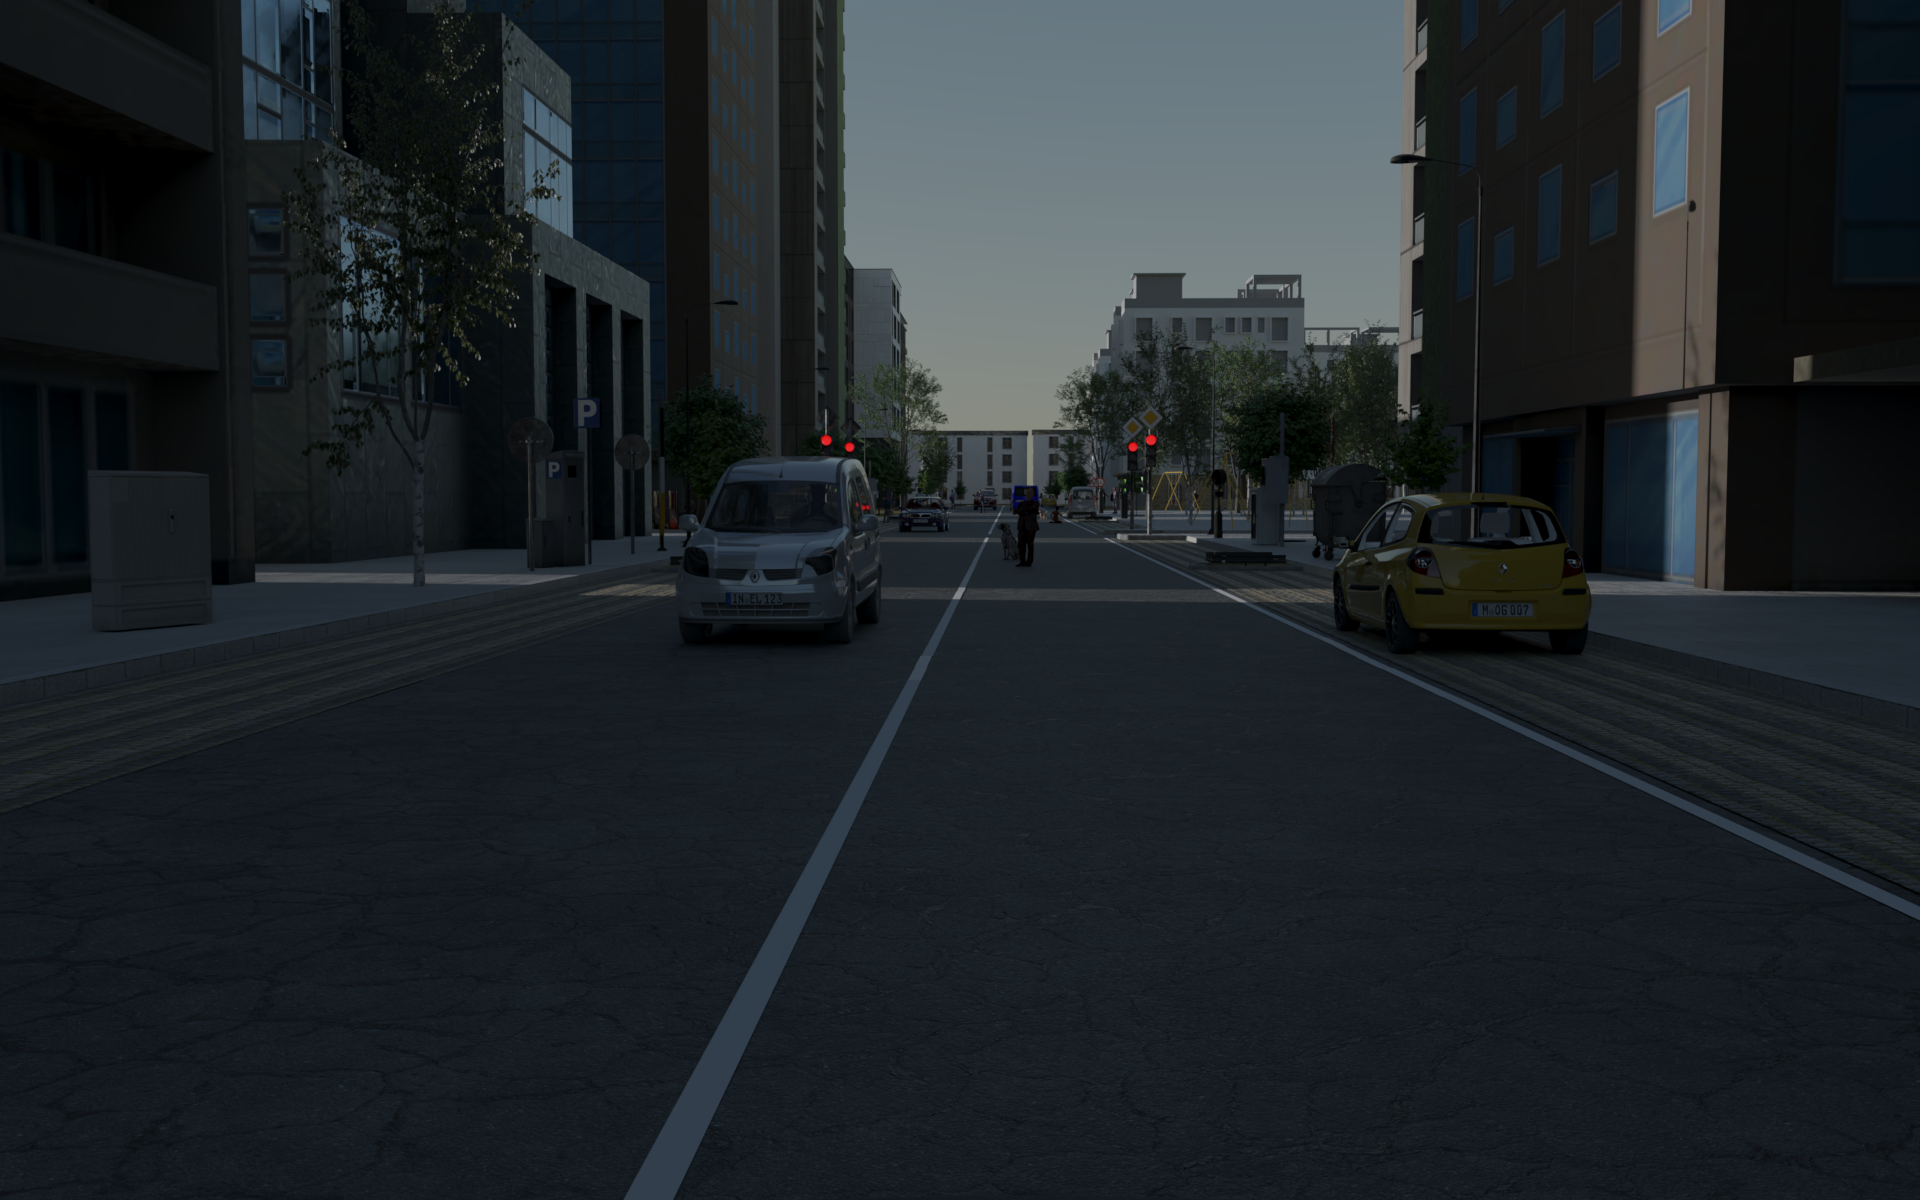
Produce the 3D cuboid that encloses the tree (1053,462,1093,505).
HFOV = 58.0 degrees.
[{"bbox_3d":[11.576,-11.562,172.750,4.285,4.588,4.351,0,3,0],"label":"tree"}]

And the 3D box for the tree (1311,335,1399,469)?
[{"bbox_3d":[29.460,-12.742,125.343,9.611,12.733,9.660,0,3,0],"label":"tree"}]

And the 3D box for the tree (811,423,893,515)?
[{"bbox_3d":[-6.003,-5.642,75.960,4.285,4.588,4.351,0,3,0],"label":"tree"}]

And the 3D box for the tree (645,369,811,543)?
[{"bbox_3d":[-6.733,-3.790,45.678,4.285,4.588,4.351,0,3,0],"label":"tree"}]

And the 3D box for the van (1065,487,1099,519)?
[{"bbox_3d":[7.178,-5.809,101.991,2.013,2.044,4.112,0,4,2],"label":"van"}]

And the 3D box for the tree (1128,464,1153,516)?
[{"bbox_3d":[10.403,-6.490,100.715,1.663,3.219,1.824,0,3,0],"label":"tree"}]

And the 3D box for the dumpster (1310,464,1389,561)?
[{"bbox_3d":[7.617,-1.720,33.878,1.264,1.857,1.865,0,4,2],"label":"dumpster"}]

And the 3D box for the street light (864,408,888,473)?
[{"bbox_3d":[-4.596,-7.419,93.838,1.470,5.913,1.316,0,4,2],"label":"street light"}]

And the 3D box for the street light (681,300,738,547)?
[{"bbox_3d":[-5.997,-4.223,41.587,1.470,5.913,1.316,0,4,2],"label":"street light"}]

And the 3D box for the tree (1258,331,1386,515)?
[{"bbox_3d":[16.566,-7.875,79.125,4.737,8.622,4.395,0,3,0],"label":"tree"}]

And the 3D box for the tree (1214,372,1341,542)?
[{"bbox_3d":[8.558,-3.851,46.680,4.285,4.588,4.351,0,3,0],"label":"tree"}]

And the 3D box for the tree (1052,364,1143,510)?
[{"bbox_3d":[11.198,-12.978,137.939,9.928,11.665,9.643,0,3,0],"label":"tree"}]

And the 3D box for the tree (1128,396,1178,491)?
[{"bbox_3d":[14.459,-10.939,129.219,4.737,8.622,4.395,0,3,0],"label":"tree"}]

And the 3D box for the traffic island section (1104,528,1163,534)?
[{"bbox_3d":[6.268,-2.485,62.903,2.009,0.180,2.903,0,4,2],"label":"traffic island section"}]

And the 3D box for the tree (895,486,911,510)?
[{"bbox_3d":[-4.717,-8.778,138.121,1.663,3.219,1.824,0,3,0],"label":"tree"}]

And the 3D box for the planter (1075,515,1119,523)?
[{"bbox_3d":[6.979,-4.067,87.633,1.991,0.319,1.994,0,4,2],"label":"planter"}]

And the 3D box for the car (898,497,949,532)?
[{"bbox_3d":[-1.370,-3.303,66.578,1.945,1.354,3.894,0,4,3],"label":"car"}]

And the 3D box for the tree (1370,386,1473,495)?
[{"bbox_3d":[8.331,-2.241,31.236,1.663,3.219,1.824,0,3,0],"label":"tree"}]

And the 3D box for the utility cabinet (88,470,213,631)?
[{"bbox_3d":[-7.714,-0.482,16.558,0.318,1.500,1.173,1,4,21],"label":"utility cabinet"}]

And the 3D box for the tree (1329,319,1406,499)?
[{"bbox_3d":[17.743,-7.458,72.307,4.360,8.622,3.978,0,3,0],"label":"tree"}]

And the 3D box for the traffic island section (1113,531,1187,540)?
[{"bbox_3d":[6.039,-1.996,54.921,2.009,0.180,2.903,0,4,2],"label":"traffic island section"}]

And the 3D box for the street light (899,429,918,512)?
[{"bbox_3d":[-3.700,-9.280,124.273,1.470,5.913,1.316,0,4,2],"label":"street light"}]

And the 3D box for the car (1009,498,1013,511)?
[{"bbox_3d":[5.273,-8.567,152.078,2.014,1.417,4.499,0,4,0],"label":"car"}]

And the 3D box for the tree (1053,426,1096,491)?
[{"bbox_3d":[12.195,-14.132,181.415,4.360,8.622,3.978,0,3,0],"label":"tree"}]

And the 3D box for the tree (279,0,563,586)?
[{"bbox_3d":[-7.583,-4.509,24.087,4.360,8.622,3.978,0,3,0],"label":"tree"}]

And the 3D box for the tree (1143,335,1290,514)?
[{"bbox_3d":[18.290,-11.534,114.333,9.928,11.665,9.643,0,3,0],"label":"tree"}]

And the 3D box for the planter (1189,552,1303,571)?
[{"bbox_3d":[5.405,-0.733,33.120,1.991,0.319,1.994,0,4,2],"label":"planter"}]

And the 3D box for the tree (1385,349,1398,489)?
[{"bbox_3d":[20.089,-8.208,84.556,4.737,8.622,4.395,0,3,0],"label":"tree"}]

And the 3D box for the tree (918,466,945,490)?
[{"bbox_3d":[-3.164,-12.272,184.364,4.285,4.588,4.351,0,3,0],"label":"tree"}]

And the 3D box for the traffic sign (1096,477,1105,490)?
[{"bbox_3d":[10.591,-8.015,131.159,0.768,2.556,0.104,0,4,5],"label":"traffic sign"}]

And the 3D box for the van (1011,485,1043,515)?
[{"bbox_3d":[4.684,-7.211,122.288,2.240,2.365,5.245,0,4,3],"label":"van"}]

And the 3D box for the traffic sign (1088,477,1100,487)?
[{"bbox_3d":[10.065,-7.957,130.099,0.884,2.594,0.081,1,4,8],"label":"traffic sign"}]

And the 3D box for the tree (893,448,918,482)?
[{"bbox_3d":[-4.901,-7.413,104.918,4.285,4.588,4.351,0,3,0],"label":"tree"}]

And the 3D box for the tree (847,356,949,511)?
[{"bbox_3d":[-4.518,-12.596,131.699,9.928,11.665,9.643,0,3,0],"label":"tree"}]

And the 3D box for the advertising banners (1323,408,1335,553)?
[{"bbox_3d":[7.693,-2.443,36.124,0.090,3.025,2.074,1,4,8],"label":"advertising banners"}]

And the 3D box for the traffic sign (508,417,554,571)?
[{"bbox_3d":[-7.117,-1.750,28.720,0.768,2.556,0.104,0,4,3],"label":"traffic sign"}]

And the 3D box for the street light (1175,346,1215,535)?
[{"bbox_3d":[7.433,-5.014,54.514,1.470,5.913,1.316,0,4,2],"label":"street light"}]

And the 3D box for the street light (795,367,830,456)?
[{"bbox_3d":[-5.441,-5.557,63.402,1.470,5.913,1.316,0,4,2],"label":"street light"}]

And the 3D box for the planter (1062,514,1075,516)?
[{"bbox_3d":[7.760,-5.750,115.150,1.991,0.319,1.994,0,4,2],"label":"planter"}]

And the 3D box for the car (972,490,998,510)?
[{"bbox_3d":[2.290,-9.033,156.369,2.281,1.827,5.304,0,4,2],"label":"car"}]

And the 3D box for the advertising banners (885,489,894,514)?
[{"bbox_3d":[-4.697,-7.149,113.079,0.090,3.025,2.074,1,4,17],"label":"advertising banners"}]

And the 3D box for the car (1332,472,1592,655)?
[{"bbox_3d":[4.736,-0.404,16.826,2.015,1.641,3.980,0,4,2],"label":"car"}]

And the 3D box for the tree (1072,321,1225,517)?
[{"bbox_3d":[10.206,-9.781,94.334,8.767,10.594,7.601,1,4,9],"label":"tree"}]

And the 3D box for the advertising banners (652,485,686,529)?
[{"bbox_3d":[-10.419,-4.075,62.809,2.074,3.025,0.090,2,4,35],"label":"advertising banners"}]

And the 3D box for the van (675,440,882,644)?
[{"bbox_3d":[-1.786,-0.668,17.937,2.013,2.044,4.112,0,4,3],"label":"van"}]

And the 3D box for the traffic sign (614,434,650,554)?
[{"bbox_3d":[-6.968,-2.245,36.811,0.768,2.556,0.104,0,4,4],"label":"traffic sign"}]

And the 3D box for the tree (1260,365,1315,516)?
[{"bbox_3d":[19.351,-9.122,99.503,4.360,8.622,3.978,0,3,0],"label":"tree"}]

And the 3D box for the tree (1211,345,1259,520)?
[{"bbox_3d":[14.674,-8.311,86.246,4.737,8.622,4.395,0,3,0],"label":"tree"}]

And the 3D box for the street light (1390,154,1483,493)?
[{"bbox_3d":[6.572,-3.136,23.815,1.470,5.913,1.316,0,4,2],"label":"street light"}]

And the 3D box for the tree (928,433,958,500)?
[{"bbox_3d":[-2.172,-15.354,201.400,4.360,8.622,3.978,0,3,0],"label":"tree"}]

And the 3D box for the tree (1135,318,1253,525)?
[{"bbox_3d":[9.467,-7.408,71.486,4.360,8.622,3.978,0,3,0],"label":"tree"}]

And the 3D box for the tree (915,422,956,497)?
[{"bbox_3d":[-2.752,-13.775,175.588,4.737,8.622,4.395,0,3,0],"label":"tree"}]
